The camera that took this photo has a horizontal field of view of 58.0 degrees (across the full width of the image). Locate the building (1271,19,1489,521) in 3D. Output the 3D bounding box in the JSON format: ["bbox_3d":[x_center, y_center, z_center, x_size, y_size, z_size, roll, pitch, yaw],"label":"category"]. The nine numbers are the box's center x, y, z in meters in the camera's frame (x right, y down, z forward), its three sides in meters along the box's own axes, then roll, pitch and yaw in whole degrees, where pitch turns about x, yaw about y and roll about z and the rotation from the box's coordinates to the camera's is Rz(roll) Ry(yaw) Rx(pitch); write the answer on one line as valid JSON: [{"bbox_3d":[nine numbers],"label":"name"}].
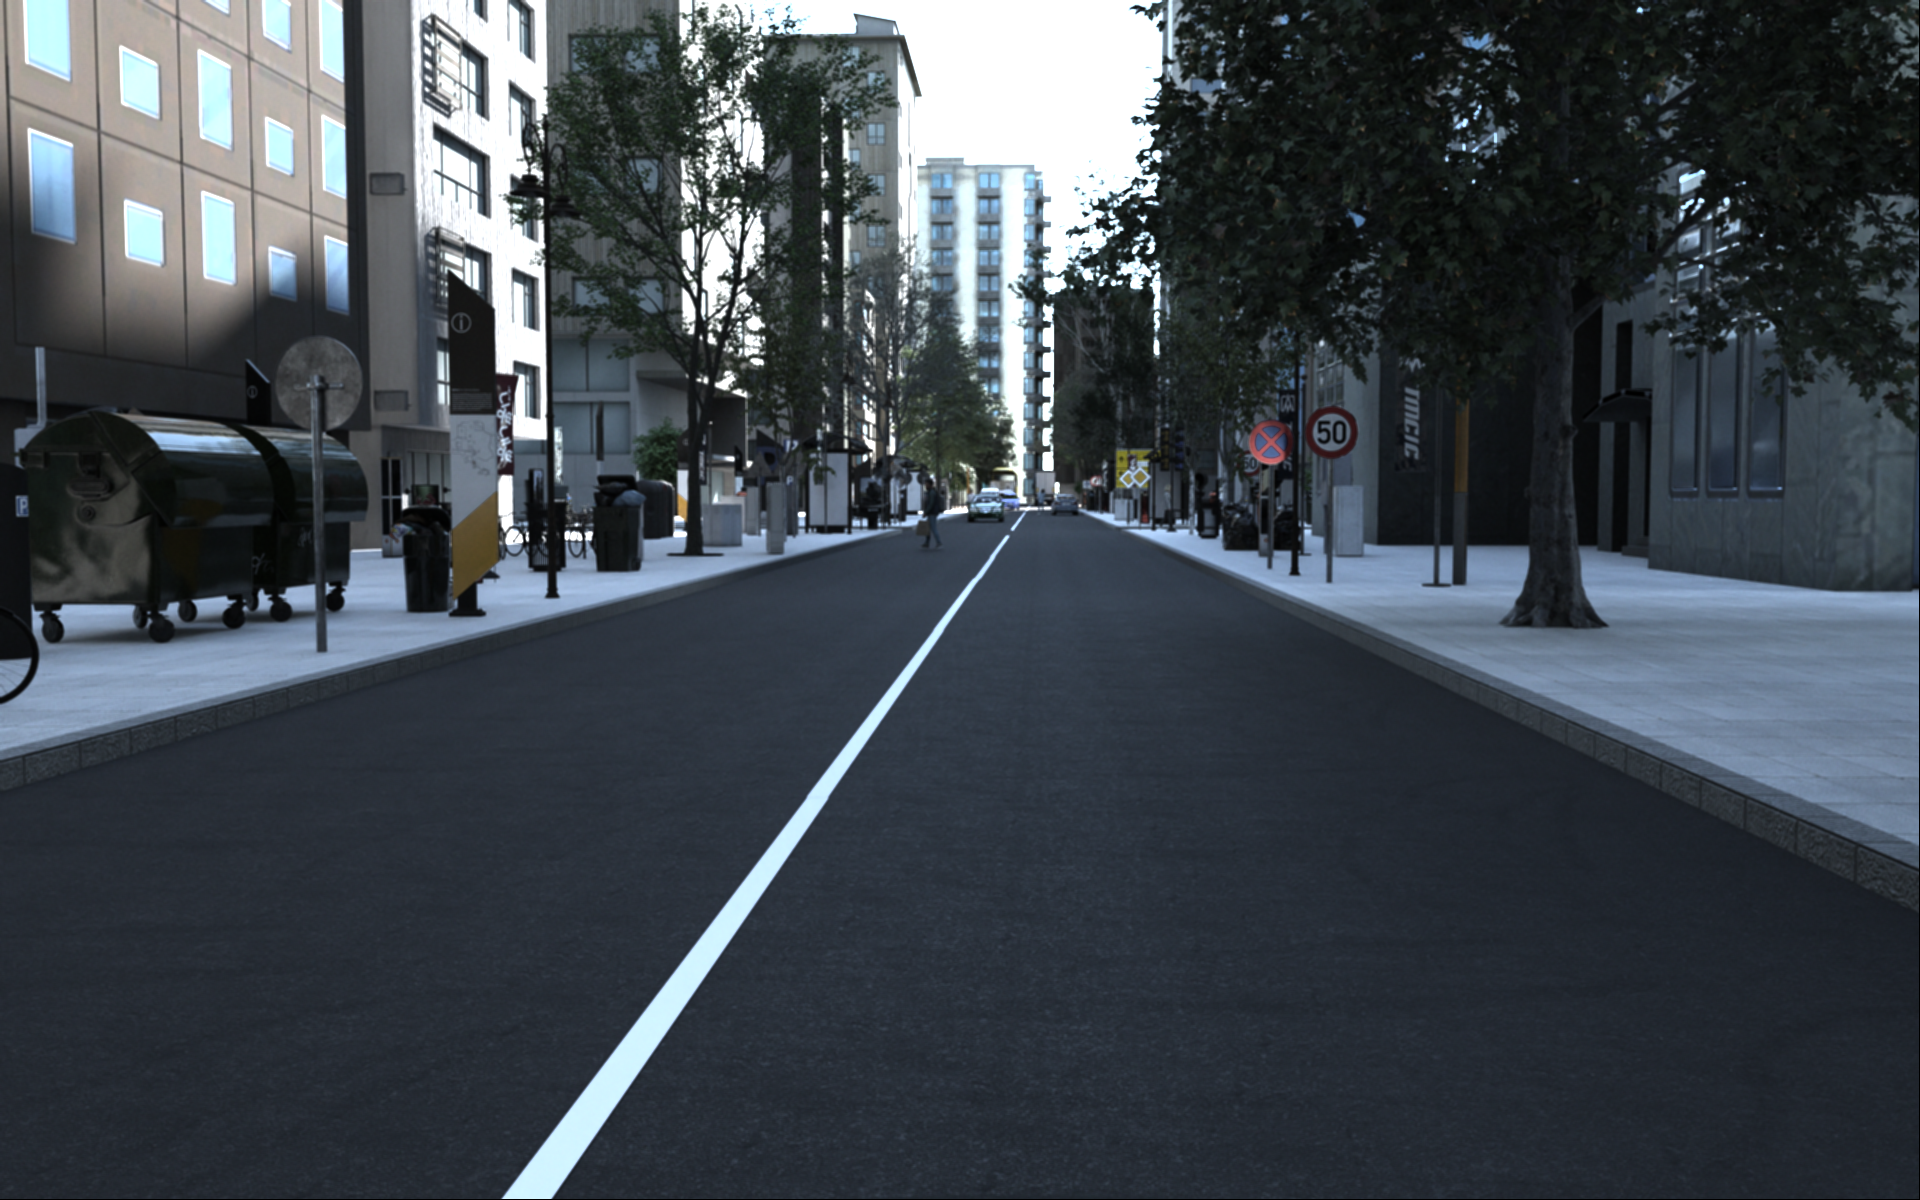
[{"bbox_3d":[23.169,-26.499,83.373,14.200,45.320,14.600,0,4,3],"label":"building"}]

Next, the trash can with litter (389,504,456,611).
[{"bbox_3d":[-5.904,-0.475,19.147,0.624,1.170,1.055,-1,4,-8],"label":"trash can with litter"}]

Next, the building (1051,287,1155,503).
[{"bbox_3d":[19.932,-28.823,242.949,14.107,30.474,14.160,0,4,3],"label":"building"}]

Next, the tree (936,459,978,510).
[{"bbox_3d":[-0.084,-10.232,151.009,4.285,4.588,4.351,0,3,0],"label":"tree"}]

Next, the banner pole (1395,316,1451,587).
[{"bbox_3d":[6.444,-2.087,24.134,0.863,3.779,0.401,2,4,35],"label":"banner pole"}]

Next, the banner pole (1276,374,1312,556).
[{"bbox_3d":[7.009,-2.835,36.372,0.401,3.779,0.863,-3,5,-45],"label":"banner pole"}]

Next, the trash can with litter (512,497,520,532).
[{"bbox_3d":[-15.845,-2.880,58.143,2.233,1.210,1.678,0,4,7],"label":"trash can with litter"}]

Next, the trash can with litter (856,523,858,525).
[{"bbox_3d":[-5.102,-3.724,71.951,1.678,1.210,2.233,0,4,7],"label":"trash can with litter"}]

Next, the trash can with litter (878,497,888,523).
[{"bbox_3d":[-3.587,-4.033,77.333,1.055,1.170,0.624,0,4,3],"label":"trash can with litter"}]

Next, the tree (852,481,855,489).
[{"bbox_3d":[-7.170,-6.841,106.455,1.663,3.219,1.824,0,3,0],"label":"tree"}]

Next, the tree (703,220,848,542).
[{"bbox_3d":[-4.800,-5.865,46.249,4.737,8.622,4.395,0,3,0],"label":"tree"}]

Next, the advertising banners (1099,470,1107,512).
[{"bbox_3d":[10.465,-7.854,124.597,0.090,3.025,2.074,2,4,30],"label":"advertising banners"}]

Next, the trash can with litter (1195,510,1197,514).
[{"bbox_3d":[14.738,-6.269,113.563,2.233,1.210,1.678,0,4,4],"label":"trash can with litter"}]

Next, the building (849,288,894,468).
[{"bbox_3d":[-21.116,-19.306,160.686,27.650,21.520,28.899,0,4,3],"label":"building"}]

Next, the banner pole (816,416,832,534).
[{"bbox_3d":[-4.440,-4.026,55.839,0.401,3.779,0.863,-2,4,-32],"label":"banner pole"}]

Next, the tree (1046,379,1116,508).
[{"bbox_3d":[11.337,-14.077,155.918,9.928,11.665,9.643,0,3,0],"label":"tree"}]

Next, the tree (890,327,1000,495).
[{"bbox_3d":[-1.208,-12.105,116.046,7.486,12.596,7.792,0,3,0],"label":"tree"}]

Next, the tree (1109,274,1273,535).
[{"bbox_3d":[7.552,-6.380,54.668,4.360,8.622,3.978,0,3,0],"label":"tree"}]

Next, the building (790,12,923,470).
[{"bbox_3d":[-18.855,-37.324,199.487,27.495,52.752,28.713,0,4,3],"label":"building"}]

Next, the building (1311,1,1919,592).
[{"bbox_3d":[21.363,-44.191,35.200,22.319,86.520,31.000,0,4,3],"label":"building"}]

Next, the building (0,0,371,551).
[{"bbox_3d":[-20.506,-23.303,31.109,14.600,45.320,14.200,0,4,3],"label":"building"}]

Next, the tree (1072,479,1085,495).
[{"bbox_3d":[15.344,-13.875,221.450,1.663,3.219,1.824,0,3,0],"label":"tree"}]

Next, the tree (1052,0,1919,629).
[{"bbox_3d":[5.685,-6.092,16.608,9.611,12.733,9.660,0,3,0],"label":"tree"}]

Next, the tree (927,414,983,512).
[{"bbox_3d":[-0.632,-10.651,124.512,4.737,8.622,4.395,0,3,0],"label":"tree"}]

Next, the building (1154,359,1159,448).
[{"bbox_3d":[41.674,-24.646,248.000,28.899,21.520,27.650,0,4,3],"label":"building"}]

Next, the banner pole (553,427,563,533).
[{"bbox_3d":[-13.287,-4.095,56.970,0.401,3.779,0.863,-3,5,-45],"label":"banner pole"}]

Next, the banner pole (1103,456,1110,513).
[{"bbox_3d":[9.691,-7.613,114.494,0.863,3.779,0.401,-2,4,-35],"label":"banner pole"}]

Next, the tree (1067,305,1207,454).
[{"bbox_3d":[8.755,-9.278,86.100,7.601,10.594,8.767,-2,4,-25],"label":"tree"}]

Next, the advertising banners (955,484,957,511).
[{"bbox_3d":[-0.299,-8.185,130.014,0.090,3.025,2.074,0,4,1],"label":"advertising banners"}]

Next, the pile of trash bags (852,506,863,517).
[{"bbox_3d":[-6.414,-5.270,95.910,3.447,1.369,1.912,1,4,18],"label":"pile of trash bags"}]

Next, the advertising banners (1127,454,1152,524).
[{"bbox_3d":[8.095,-4.843,75.365,2.074,3.025,0.090,3,5,43],"label":"advertising banners"}]

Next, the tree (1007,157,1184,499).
[{"bbox_3d":[8.049,-14.963,100.542,12.611,20.169,13.585,0,3,0],"label":"tree"}]

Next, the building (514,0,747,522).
[{"bbox_3d":[-25.357,-30.685,90.942,28.713,52.752,27.495,0,4,3],"label":"building"}]

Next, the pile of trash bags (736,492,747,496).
[{"bbox_3d":[-8.578,-3.964,74.556,1.912,1.369,3.447,-3,5,-43],"label":"pile of trash bags"}]

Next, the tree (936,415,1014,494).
[{"bbox_3d":[0.728,-14.906,178.118,7.601,10.594,8.767,1,4,12],"label":"tree"}]

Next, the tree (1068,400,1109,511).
[{"bbox_3d":[10.168,-10.905,128.657,4.360,8.622,3.978,0,3,0],"label":"tree"}]

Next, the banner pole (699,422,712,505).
[{"bbox_3d":[-8.905,-4.313,60.533,0.863,3.779,0.401,2,4,33],"label":"banner pole"}]

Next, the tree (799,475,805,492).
[{"bbox_3d":[-7.844,-5.979,92.354,1.663,3.219,1.824,0,3,0],"label":"tree"}]

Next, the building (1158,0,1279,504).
[{"bbox_3d":[30.387,-38.535,172.052,21.231,58.520,28.212,0,4,3],"label":"building"}]

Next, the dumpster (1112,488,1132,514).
[{"bbox_3d":[10.566,-6.533,112.575,1.264,1.857,1.865,0,4,2],"label":"dumpster"}]

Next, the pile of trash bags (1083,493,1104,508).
[{"bbox_3d":[11.091,-8.012,140.753,1.912,1.369,3.447,-2,4,-31],"label":"pile of trash bags"}]

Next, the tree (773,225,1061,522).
[{"bbox_3d":[-3.277,-10.280,78.448,12.009,13.543,11.850,0,3,0],"label":"tree"}]

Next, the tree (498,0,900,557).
[{"bbox_3d":[-5.357,-6.725,35.702,9.928,11.665,9.643,0,3,0],"label":"tree"}]

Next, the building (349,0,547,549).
[{"bbox_3d":[-19.106,-22.177,46.196,14.086,41.232,14.154,0,4,3],"label":"building"}]

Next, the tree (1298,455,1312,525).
[{"bbox_3d":[14.983,-4.727,71.883,1.663,3.219,1.824,0,3,0],"label":"tree"}]

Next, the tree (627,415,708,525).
[{"bbox_3d":[-12.287,-5.420,72.326,4.285,4.588,4.351,0,3,0],"label":"tree"}]

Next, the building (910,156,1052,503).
[{"bbox_3d":[-2.106,-38.449,248.250,30.456,49.044,23.786,0,4,3],"label":"building"}]

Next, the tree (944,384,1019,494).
[{"bbox_3d":[2.295,-17.512,192.974,9.857,13.997,8.962,0,3,0],"label":"tree"}]

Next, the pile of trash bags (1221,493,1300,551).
[{"bbox_3d":[7.139,-1.902,40.850,1.912,1.369,3.447,1,4,11],"label":"pile of trash bags"}]

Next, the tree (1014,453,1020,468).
[{"bbox_3d":[3.387,-17.325,217.667,8.767,10.594,7.601,0,4,2],"label":"tree"}]

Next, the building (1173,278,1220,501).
[{"bbox_3d":[25.595,-23.223,151.399,14.160,30.474,14.107,0,4,3],"label":"building"}]

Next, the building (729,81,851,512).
[{"bbox_3d":[-15.494,-21.486,123.001,14.160,30.474,14.107,0,4,3],"label":"building"}]

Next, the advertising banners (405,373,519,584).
[{"bbox_3d":[-7.014,-1.736,24.579,0.090,3.025,2.074,2,4,33],"label":"advertising banners"}]

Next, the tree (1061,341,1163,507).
[{"bbox_3d":[11.229,-13.819,136.303,12.009,13.543,11.850,0,3,0],"label":"tree"}]

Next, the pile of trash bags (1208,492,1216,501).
[{"bbox_3d":[15.599,-5.439,98.672,3.447,1.369,1.912,-2,4,-29],"label":"pile of trash bags"}]

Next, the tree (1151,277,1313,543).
[{"bbox_3d":[7.169,-5.792,45.056,4.737,8.622,4.395,0,3,0],"label":"tree"}]
